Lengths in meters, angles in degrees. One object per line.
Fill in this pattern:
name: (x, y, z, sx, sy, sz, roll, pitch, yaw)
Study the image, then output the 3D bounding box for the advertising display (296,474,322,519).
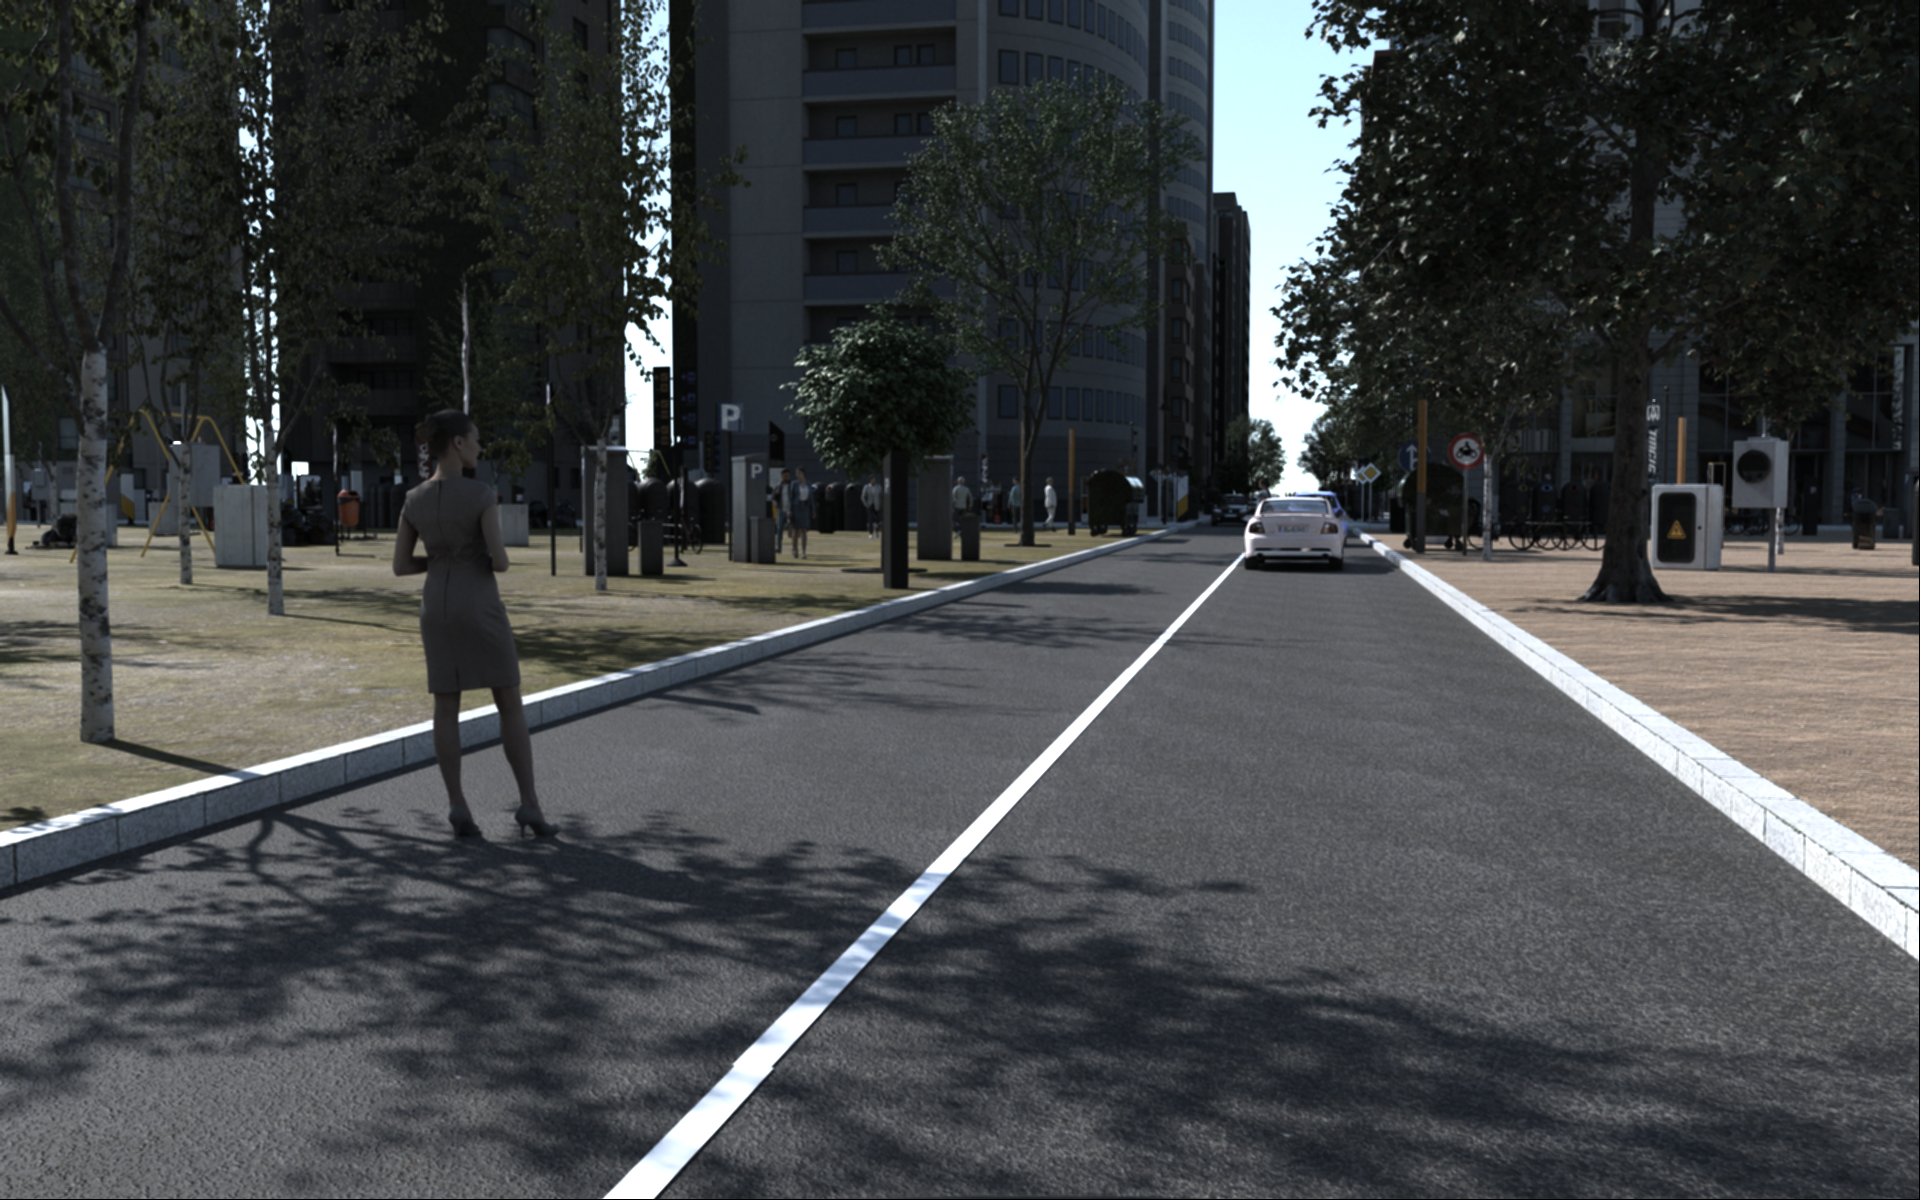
advertising display: (-21.117, -3.121, 56.235, 0.123, 1.923, 0.974, 2, 4, 25)

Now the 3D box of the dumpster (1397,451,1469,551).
dumpster: (10.865, -2.281, 39.792, 1.502, 2.255, 1.985, 1, 4, 11)

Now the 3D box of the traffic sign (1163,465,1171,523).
traffic sign: (9.146, -4.670, 76.360, 0.884, 2.594, 0.081, 1, 4, 19)

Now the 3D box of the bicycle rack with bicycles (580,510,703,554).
bicycle rack with bicycles: (-7.075, -1.488, 37.713, 2.852, 0.926, 2.925, -2, 4, -24)

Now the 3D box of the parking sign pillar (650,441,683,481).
parking sign pillar: (-14.028, -5.852, 84.152, 1.447, 3.967, 1.447, 0, 4, 2)

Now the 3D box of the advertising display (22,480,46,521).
advertising display: (-44.086, -4.725, 82.460, 0.974, 1.923, 0.123, -3, 5, -40)

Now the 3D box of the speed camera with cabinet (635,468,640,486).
speed camera with cabinet: (-27.336, -9.070, 142.629, 0.660, 3.252, 2.038, 3, 5, 42)

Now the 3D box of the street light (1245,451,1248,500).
street light: (29.777, -12.675, 180.030, 0.468, 5.910, 1.993, 1, 4, 11)

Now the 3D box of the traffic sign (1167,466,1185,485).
traffic sign: (8.978, -4.298, 72.470, 0.795, 2.593, 0.064, 1, 4, 11)

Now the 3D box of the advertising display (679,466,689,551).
advertising display: (-6.322, -2.107, 39.665, 0.123, 1.923, 0.974, -1, 4, -14)

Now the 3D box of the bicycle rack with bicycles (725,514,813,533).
bicycle rack with bicycles: (-6.567, -2.670, 57.039, 2.925, 0.926, 2.852, 1, 4, 13)

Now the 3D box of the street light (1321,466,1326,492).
street light: (46.321, -15.080, 219.338, 0.468, 5.910, 1.993, 1, 4, 11)

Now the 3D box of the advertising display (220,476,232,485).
advertising display: (-26.025, -3.467, 61.900, 0.123, 1.923, 0.974, 2, 4, 30)

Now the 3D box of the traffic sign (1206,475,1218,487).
traffic sign: (16.488, -6.933, 113.459, 0.768, 2.556, 0.104, 1, 4, 19)

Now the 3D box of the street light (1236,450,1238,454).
street light: (23.494, -10.711, 147.919, 0.468, 5.910, 1.993, 1, 4, 11)

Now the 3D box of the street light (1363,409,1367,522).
street light: (18.709, -6.551, 79.891, 0.468, 5.910, 1.993, 1, 4, 11)

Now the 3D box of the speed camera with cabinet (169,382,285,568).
speed camera with cabinet: (-13.045, -2.222, 30.663, 2.038, 3.252, 0.660, 2, 4, 25)

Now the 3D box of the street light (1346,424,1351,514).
street light: (25.195, -8.529, 112.244, 0.468, 5.910, 1.993, 1, 4, 11)

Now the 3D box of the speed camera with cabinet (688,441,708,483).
speed camera with cabinet: (-9.656, -4.364, 65.692, 0.660, 3.252, 2.038, 1, 4, 19)

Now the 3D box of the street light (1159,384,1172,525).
street light: (8.603, -6.112, 72.726, 0.468, 5.910, 1.993, 1, 4, 11)

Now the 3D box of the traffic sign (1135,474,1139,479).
traffic sign: (5.761, -3.679, 60.150, 0.884, 2.594, 0.081, 1, 4, 13)

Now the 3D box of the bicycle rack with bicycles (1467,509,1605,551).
bicycle rack with bicycles: (13.628, -1.636, 40.132, 2.925, 0.926, 2.852, 3, 5, 43)

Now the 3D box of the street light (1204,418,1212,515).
street light: (15.097, -8.112, 105.421, 0.468, 5.910, 1.993, 1, 4, 11)

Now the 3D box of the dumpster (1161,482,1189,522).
dumpster: (10.064, -4.612, 81.171, 1.264, 1.857, 1.865, 1, 4, 11)

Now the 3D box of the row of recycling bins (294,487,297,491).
row of recycling bins: (-37.153, -5.727, 100.745, 3.534, 1.692, 1.069, -1, 4, -20)

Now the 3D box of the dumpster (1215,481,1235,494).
dumpster: (20.122, -7.905, 131.741, 1.502, 2.255, 1.985, 1, 4, 11)

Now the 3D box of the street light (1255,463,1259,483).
street light: (39.602, -15.730, 229.966, 0.468, 5.910, 1.993, 1, 4, 11)

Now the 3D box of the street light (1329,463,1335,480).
street light: (33.603, -11.169, 155.399, 0.468, 5.910, 1.993, 1, 4, 11)

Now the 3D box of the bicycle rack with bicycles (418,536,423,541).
bicycle rack with bicycles: (-13.260, -2.086, 47.482, 2.852, 0.926, 2.925, -3, 5, -39)

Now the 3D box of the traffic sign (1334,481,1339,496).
traffic sign: (29.417, -8.223, 134.552, 0.768, 2.556, 0.104, 1, 4, 14)

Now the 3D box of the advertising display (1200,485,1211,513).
advertising display: (16.847, -6.942, 118.717, 0.974, 1.923, 0.123, -3, 5, -39)

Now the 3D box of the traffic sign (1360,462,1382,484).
traffic sign: (14.977, -3.727, 63.132, 0.795, 2.593, 0.064, 1, 4, 11)

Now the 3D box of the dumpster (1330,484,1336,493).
dumpster: (31.127, -8.553, 142.339, 1.502, 2.255, 1.985, 1, 4, 11)

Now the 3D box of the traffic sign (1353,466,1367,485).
traffic sign: (16.524, -4.206, 70.966, 0.795, 2.593, 0.064, 1, 4, 11)

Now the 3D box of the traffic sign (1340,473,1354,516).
traffic sign: (23.135, -6.334, 103.568, 0.884, 2.594, 0.081, 1, 4, 18)

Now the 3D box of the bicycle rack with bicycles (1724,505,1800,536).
bicycle rack with bicycles: (24.327, -2.491, 54.111, 2.925, 0.926, 2.852, 3, 5, 43)

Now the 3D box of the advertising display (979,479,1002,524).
advertising display: (1.327, -4.301, 75.530, 0.974, 1.923, 0.123, -1, 4, -12)

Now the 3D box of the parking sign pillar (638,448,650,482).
parking sign pillar: (-17.609, -6.883, 101.005, 1.447, 3.967, 1.447, 2, 4, 27)

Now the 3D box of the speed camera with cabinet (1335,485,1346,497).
speed camera with cabinet: (30.416, -8.805, 138.290, 0.660, 3.252, 2.038, 0, 4, -1)

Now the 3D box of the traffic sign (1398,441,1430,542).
traffic sign: (10.863, -2.529, 41.461, 0.768, 2.556, 0.104, 1, 4, 11)

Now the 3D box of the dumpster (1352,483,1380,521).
dumpster: (19.467, -4.725, 83.012, 1.264, 1.857, 1.865, 1, 4, 11)

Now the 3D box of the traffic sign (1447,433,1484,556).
traffic sign: (10.534, -2.200, 36.074, 0.768, 2.556, 0.104, 1, 4, 13)

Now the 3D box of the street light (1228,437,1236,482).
street light: (21.405, -10.077, 137.544, 0.468, 5.910, 1.993, 1, 4, 11)

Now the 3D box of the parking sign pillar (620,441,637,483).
parking sign pillar: (-17.533, -6.068, 87.684, 1.447, 3.967, 1.447, 3, 5, 41)

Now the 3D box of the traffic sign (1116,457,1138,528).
traffic sign: (5.714, -3.627, 59.411, 0.768, 2.556, 0.104, 1, 4, 13)

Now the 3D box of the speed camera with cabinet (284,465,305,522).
speed camera with cabinet: (-30.587, -5.233, 79.902, 2.038, 3.252, 0.660, 1, 4, 18)

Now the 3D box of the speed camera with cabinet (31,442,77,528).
speed camera with cabinet: (-34.091, -4.370, 65.785, 2.038, 3.252, 0.660, 0, 4, -5)

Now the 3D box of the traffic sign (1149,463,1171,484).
traffic sign: (7.432, -3.819, 64.636, 0.795, 2.593, 0.064, 1, 4, 11)

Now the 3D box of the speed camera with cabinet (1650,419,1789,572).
speed camera with cabinet: (12.623, -2.109, 28.819, 0.660, 3.252, 2.038, -3, 5, -42)
